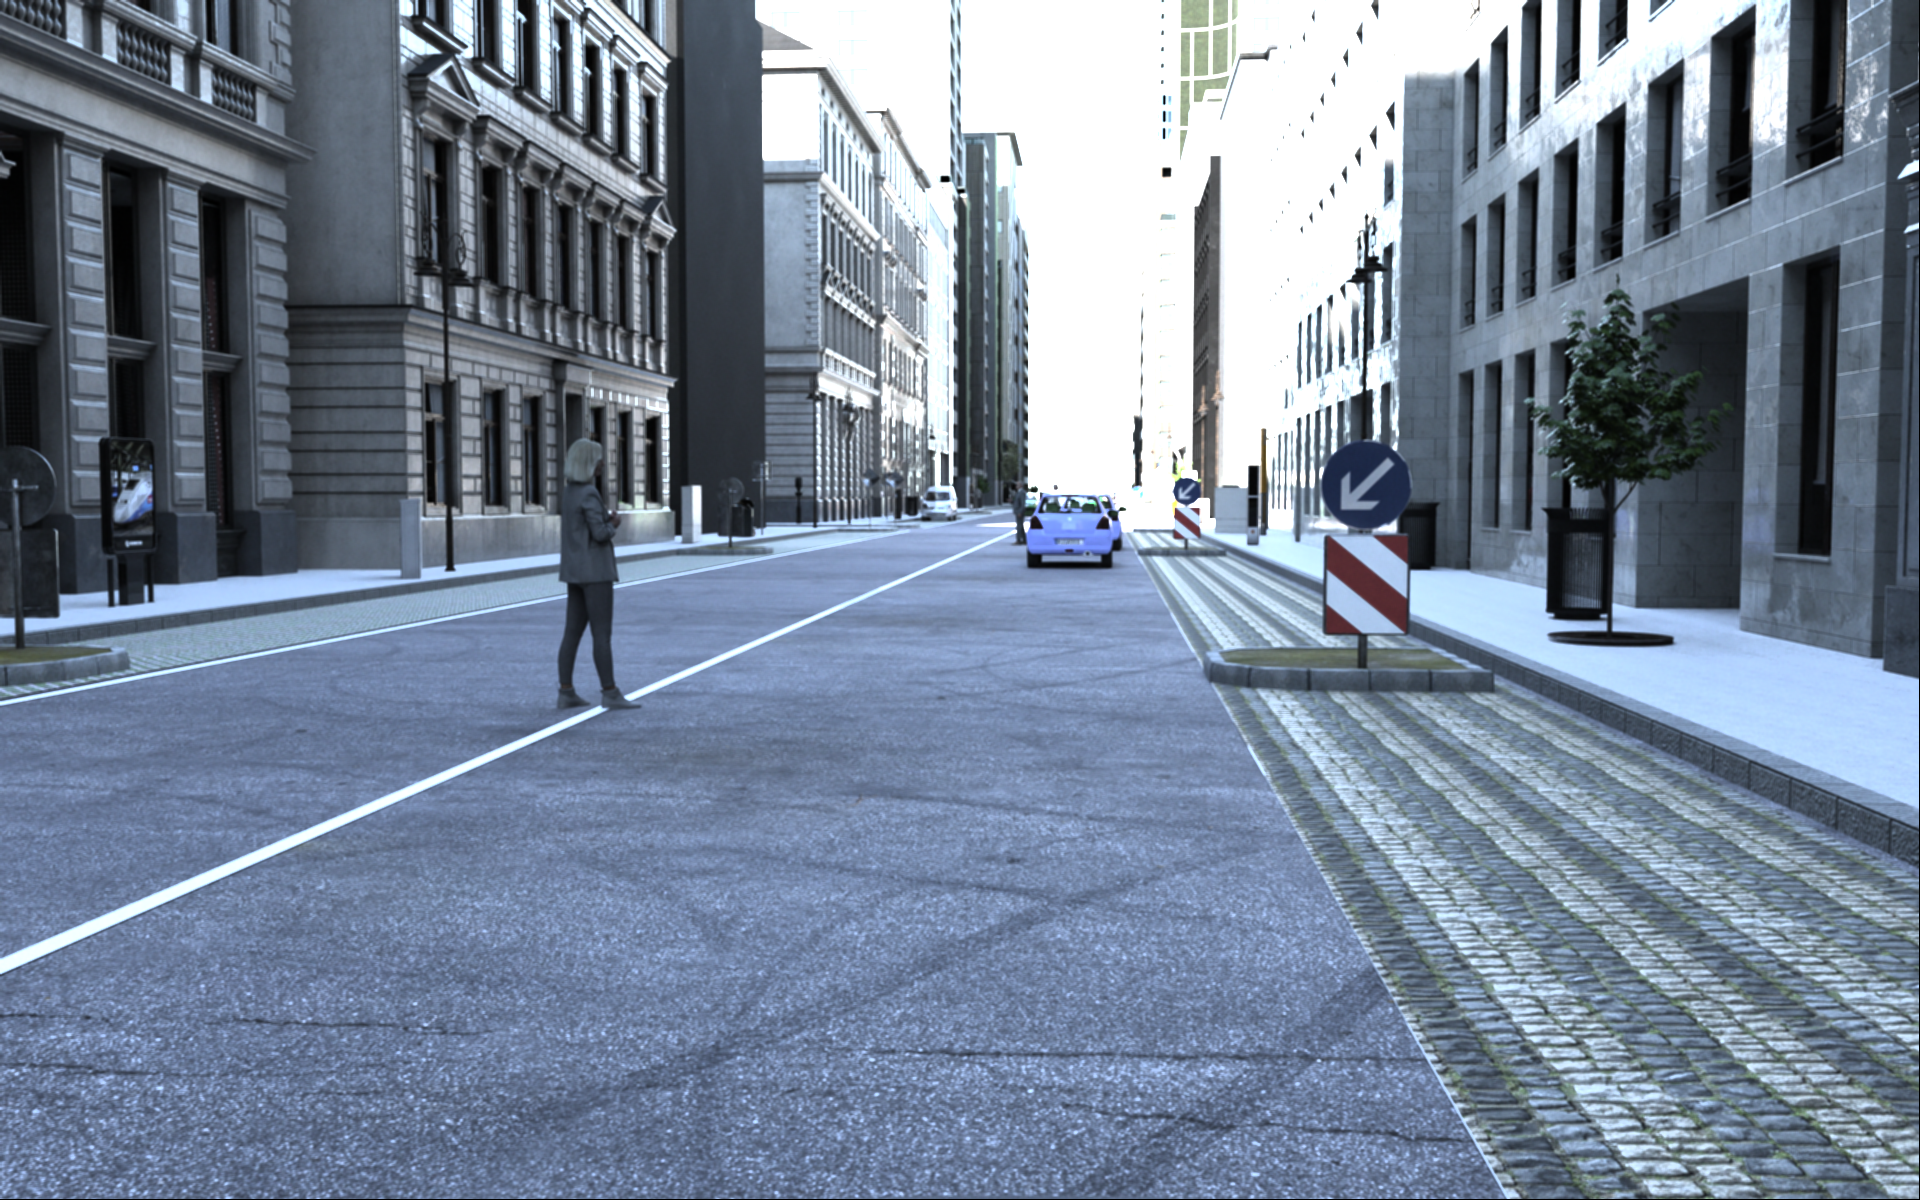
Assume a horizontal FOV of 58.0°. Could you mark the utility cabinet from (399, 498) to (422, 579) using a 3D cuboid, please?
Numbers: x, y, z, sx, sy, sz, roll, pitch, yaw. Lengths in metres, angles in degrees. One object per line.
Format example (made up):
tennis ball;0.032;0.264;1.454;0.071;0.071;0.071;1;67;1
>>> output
utility cabinet;-8.431;-0.943;26.580;0.306;1.237;1.020;-1;4;-16

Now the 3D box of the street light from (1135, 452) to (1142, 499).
street light;19.407;-13.053;186.203;0.468;5.910;1.993;0;4;5

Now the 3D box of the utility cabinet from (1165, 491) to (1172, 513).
utility cabinet;14.153;-6.640;117.236;0.318;1.500;1.173;1;4;22

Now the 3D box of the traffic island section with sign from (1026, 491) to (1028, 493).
traffic island section with sign;7.561;-11.701;199.938;1.989;1.847;2.006;0;4;5

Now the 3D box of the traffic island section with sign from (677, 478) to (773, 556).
traffic island section with sign;-5.499;-1.983;41.053;1.989;1.847;2.006;0;4;5

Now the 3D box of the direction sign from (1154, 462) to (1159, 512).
direction sign;13.989;-8.019;123.101;0.379;3.537;0.876;-1;4;-12

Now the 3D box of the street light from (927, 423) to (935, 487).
street light;-1.785;-8.456;111.051;0.468;5.910;1.993;0;4;5

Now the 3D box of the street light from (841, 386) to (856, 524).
street light;-4.761;-6.207;74.272;0.468;5.910;1.993;0;4;5

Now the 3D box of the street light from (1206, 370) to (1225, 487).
street light;9.570;-5.609;64.491;0.468;5.910;1.993;0;4;5

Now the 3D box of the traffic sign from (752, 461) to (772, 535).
traffic sign;-6.120;-3.143;53.520;0.606;2.300;0.079;0;4;7

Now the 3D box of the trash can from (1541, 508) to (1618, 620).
trash can;6.357;-0.377;17.812;0.748;1.137;0.748;0;3;0

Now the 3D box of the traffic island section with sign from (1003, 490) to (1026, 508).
traffic island section with sign;5.329;-10.042;172.817;1.989;1.847;2.006;0;4;5

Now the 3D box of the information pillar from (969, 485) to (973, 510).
information pillar;0.904;-8.218;138.854;0.304;2.012;0.304;-1;4;-11

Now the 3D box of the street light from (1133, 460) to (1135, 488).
street light;22.567;-15.315;223.182;0.468;5.910;1.993;0;4;5

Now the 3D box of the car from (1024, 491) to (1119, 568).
car;2.239;-1.554;34.997;1.945;1.707;3.694;0;4;4

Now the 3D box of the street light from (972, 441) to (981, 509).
street light;1.561;-10.873;150.568;0.468;5.910;1.993;0;4;5

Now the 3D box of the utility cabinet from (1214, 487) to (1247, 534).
utility cabinet;8.786;-2.871;55.625;1.173;1.500;0.318;1;4;22

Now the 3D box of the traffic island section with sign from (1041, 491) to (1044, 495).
traffic island section with sign;14.387;-16.773;282.860;1.989;1.847;2.006;0;4;5

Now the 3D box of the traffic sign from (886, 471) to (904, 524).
traffic sign;-2.771;-4.299;73.937;0.795;2.450;0.064;0;4;5

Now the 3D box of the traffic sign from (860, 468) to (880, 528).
traffic sign;-3.426;-3.813;65.979;0.795;2.450;0.064;0;4;5

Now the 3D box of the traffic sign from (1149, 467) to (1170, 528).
traffic sign;7.480;-3.757;65.064;0.795;2.450;0.064;0;4;5

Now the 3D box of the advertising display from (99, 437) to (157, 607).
advertising display;-9.622;-0.908;20.066;0.123;1.923;0.974;0;4;4

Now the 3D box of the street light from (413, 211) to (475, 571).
street light;-8.492;-3.418;28.673;0.468;5.910;1.993;0;4;5

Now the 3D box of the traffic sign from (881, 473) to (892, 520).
traffic sign;-3.564;-5.031;84.386;0.606;2.300;0.079;1;4;13

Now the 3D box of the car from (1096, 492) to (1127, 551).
car;3.387;-2.179;45.213;1.945;1.707;3.694;0;4;6

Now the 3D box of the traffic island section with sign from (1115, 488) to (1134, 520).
traffic island section with sign;9.650;-5.290;95.114;1.989;1.847;2.006;0;4;5

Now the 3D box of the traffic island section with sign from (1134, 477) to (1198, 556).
traffic island section with sign;5.163;-1.952;40.543;1.989;1.847;2.006;0;4;5

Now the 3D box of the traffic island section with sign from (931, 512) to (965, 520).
traffic island section with sign;-0.911;-5.392;96.786;1.989;1.847;2.006;0;4;5

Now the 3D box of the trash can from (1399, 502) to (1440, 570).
trash can;7.788;-1.091;29.488;0.748;1.137;0.748;0;3;0

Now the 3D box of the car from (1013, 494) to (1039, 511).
car;5.183;-7.689;134.506;1.959;1.807;4.718;0;4;7

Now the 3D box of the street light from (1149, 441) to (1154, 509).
street light;16.553;-10.807;149.476;0.468;5.910;1.993;0;4;5

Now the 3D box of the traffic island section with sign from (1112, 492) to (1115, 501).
traffic island section with sign;11.866;-6.933;121.979;1.989;1.847;2.006;0;4;5

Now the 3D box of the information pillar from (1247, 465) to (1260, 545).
information pillar;7.376;-2.388;43.542;0.304;2.012;0.304;1;4;12

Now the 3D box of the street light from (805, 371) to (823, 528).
street light;-5.468;-5.650;65.159;0.468;5.910;1.993;0;4;5

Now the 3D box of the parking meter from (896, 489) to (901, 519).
parking meter;-3.182;-4.893;88.404;0.372;1.533;0.369;0;3;0

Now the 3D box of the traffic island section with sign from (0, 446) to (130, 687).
traffic island section with sign;-7.758;-0.305;13.613;1.989;1.847;2.006;0;4;5

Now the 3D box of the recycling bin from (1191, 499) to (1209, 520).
recycling bin;12.106;-4.582;87.476;0.722;1.027;0.722;-1;4;-16

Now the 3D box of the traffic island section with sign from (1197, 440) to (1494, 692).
traffic island section with sign;2.922;-0.294;13.438;1.989;1.847;2.006;0;4;5

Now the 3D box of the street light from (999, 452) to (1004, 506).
street light;4.442;-13.123;187.343;0.468;5.910;1.993;0;4;5

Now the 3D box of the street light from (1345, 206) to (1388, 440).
street light;6.581;-3.388;28.182;0.468;5.910;1.993;0;4;5

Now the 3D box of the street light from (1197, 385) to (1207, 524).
street light;10.298;-6.159;73.480;0.468;5.910;1.993;0;4;5

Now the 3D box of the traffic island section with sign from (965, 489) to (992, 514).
traffic island section with sign;1.277;-7.035;123.653;1.989;1.847;2.006;0;4;5

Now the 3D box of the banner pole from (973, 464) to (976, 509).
banner pole;1.194;-9.441;144.382;0.401;3.779;0.863;1;4;21

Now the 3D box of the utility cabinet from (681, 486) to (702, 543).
utility cabinet;-7.026;-2.236;45.243;0.318;1.500;1.173;0;4;3

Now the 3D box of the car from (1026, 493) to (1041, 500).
car;5.471;-7.964;139.259;2.155;1.783;4.494;0;4;3

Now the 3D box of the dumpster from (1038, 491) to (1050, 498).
dumpster;12.795;-15.504;261.702;1.865;1.857;1.264;0;4;6

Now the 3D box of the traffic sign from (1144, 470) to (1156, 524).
traffic sign;8.135;-4.243;73.023;0.795;2.450;0.064;0;4;5

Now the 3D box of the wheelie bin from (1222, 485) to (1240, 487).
wheelie bin;9.680;-3.292;61.729;0.980;1.594;0.693;-1;4;-12

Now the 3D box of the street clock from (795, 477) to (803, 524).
street clock;-6.977;-4.304;74.948;0.358;2.002;0.471;0;4;4

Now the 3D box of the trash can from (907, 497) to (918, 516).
trash can;-2.772;-5.465;101.002;0.748;1.137;0.748;0;3;0

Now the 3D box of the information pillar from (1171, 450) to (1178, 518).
information pillar;11.497;-6.194;92.624;0.183;3.616;0.504;3;4;36

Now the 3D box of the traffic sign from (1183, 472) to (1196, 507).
traffic sign;10.331;-4.642;78.024;0.606;2.300;0.079;1;4;9

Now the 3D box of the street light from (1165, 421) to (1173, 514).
street light;13.257;-8.379;109.778;0.468;5.910;1.993;0;4;5
